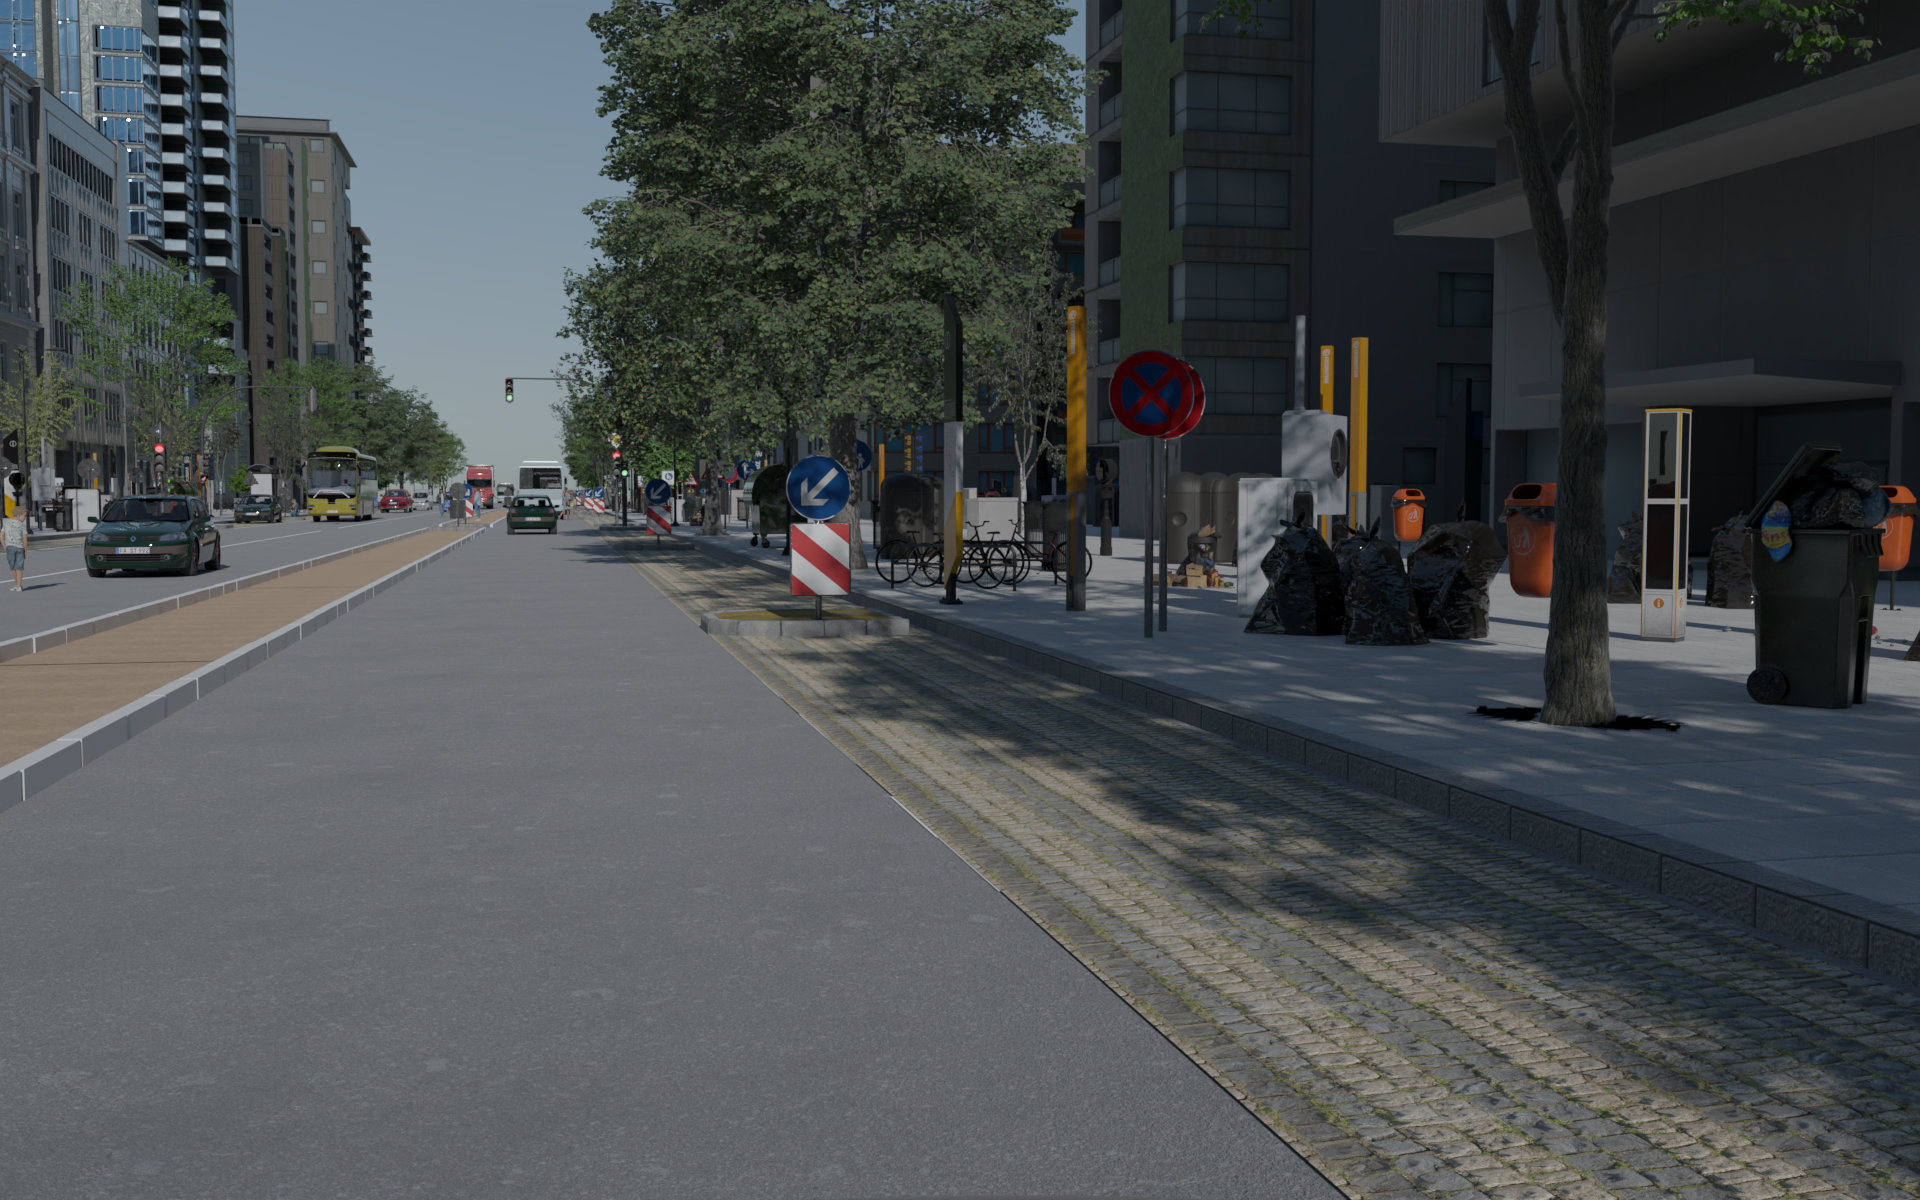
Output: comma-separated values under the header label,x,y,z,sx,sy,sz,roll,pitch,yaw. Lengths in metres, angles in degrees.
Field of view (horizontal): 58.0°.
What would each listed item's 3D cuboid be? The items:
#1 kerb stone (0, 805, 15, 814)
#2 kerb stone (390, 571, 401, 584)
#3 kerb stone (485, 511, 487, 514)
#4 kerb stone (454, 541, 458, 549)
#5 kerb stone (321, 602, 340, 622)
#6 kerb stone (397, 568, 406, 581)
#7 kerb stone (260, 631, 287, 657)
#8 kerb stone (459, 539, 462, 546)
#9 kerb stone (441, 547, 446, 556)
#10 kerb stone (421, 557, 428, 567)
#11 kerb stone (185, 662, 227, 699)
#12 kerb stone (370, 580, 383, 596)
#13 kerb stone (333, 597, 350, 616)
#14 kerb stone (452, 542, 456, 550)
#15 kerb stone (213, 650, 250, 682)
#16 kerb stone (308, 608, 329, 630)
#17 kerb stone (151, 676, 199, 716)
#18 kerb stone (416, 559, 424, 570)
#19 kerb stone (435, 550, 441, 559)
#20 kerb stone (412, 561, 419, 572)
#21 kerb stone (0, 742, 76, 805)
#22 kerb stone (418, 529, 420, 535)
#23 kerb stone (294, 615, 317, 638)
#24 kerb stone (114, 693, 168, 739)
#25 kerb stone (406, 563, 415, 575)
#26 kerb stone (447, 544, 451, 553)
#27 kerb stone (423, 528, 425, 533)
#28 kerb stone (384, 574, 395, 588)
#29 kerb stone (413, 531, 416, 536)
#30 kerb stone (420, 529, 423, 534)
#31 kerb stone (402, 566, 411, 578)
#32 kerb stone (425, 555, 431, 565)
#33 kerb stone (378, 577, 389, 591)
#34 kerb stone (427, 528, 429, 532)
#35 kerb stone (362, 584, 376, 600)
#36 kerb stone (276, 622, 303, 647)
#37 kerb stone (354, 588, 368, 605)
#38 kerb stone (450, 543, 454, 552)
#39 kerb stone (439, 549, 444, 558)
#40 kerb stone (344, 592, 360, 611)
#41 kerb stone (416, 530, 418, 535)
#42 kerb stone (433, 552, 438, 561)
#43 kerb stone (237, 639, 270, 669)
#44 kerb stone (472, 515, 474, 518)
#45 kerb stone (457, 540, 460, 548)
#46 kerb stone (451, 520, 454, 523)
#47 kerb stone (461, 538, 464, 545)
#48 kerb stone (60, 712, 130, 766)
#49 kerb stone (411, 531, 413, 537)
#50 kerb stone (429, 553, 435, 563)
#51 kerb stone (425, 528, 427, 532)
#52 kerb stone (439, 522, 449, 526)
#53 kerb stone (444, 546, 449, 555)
label,x,y,z,sx,sy,sz,roll,pitch,yaw
kerb stone,-4.316,0.895,7.566,0.120,0.150,1.000,-1,4,-13
kerb stone,-9.025,-0.324,27.497,0.120,0.150,1.000,-1,4,-13
kerb stone,-33.381,-6.061,121.306,0.120,0.150,1.000,-1,4,-13
kerb stone,-13.047,-1.362,44.459,0.120,0.150,1.000,-1,4,-13
kerb stone,-7.148,0.163,19.531,0.120,0.150,1.000,-1,4,-13
kerb stone,-9.262,-0.386,28.501,0.120,0.150,1.000,-1,4,-13
kerb stone,-6.199,0.412,15.546,0.120,0.150,1.000,-1,4,-13
kerb stone,-13.513,-1.484,46.454,0.120,0.150,1.000,-1,4,-13
kerb stone,-11.858,-1.053,39.481,0.120,0.150,1.000,-1,4,-13
kerb stone,-10.444,-0.691,33.493,0.120,0.150,1.000,-1,4,-13
kerb stone,-5.487,0.590,12.551,0.120,0.150,1.000,-1,4,-13
kerb stone,-8.315,-0.142,24.512,0.120,0.150,1.000,-1,4,-13
kerb stone,-7.382,0.102,20.527,0.120,0.150,1.000,-1,4,-13
kerb stone,-12.803,-1.301,43.467,0.120,0.150,1.000,-1,4,-13
kerb stone,-5.724,0.529,13.545,0.120,0.150,1.000,-1,4,-13
kerb stone,-6.908,0.224,18.537,0.120,0.150,1.000,-1,4,-13
kerb stone,-5.257,0.653,11.555,0.120,0.150,1.000,-1,4,-13
kerb stone,-10.211,-0.630,32.496,0.120,0.150,1.000,-1,4,-13
kerb stone,-11.387,-0.935,37.483,0.120,0.150,1.000,-1,4,-13
kerb stone,-9.981,-0.567,31.488,0.120,0.150,1.000,-1,4,-13
kerb stone,-4.547,0.838,8.569,0.120,0.150,1.000,-1,4,-13
kerb stone,-18.854,-2.306,59.911,0.120,0.150,1.000,-1,4,-13
kerb stone,-6.666,0.287,17.537,0.120,0.150,1.000,-1,4,-13
kerb stone,-5.019,0.716,10.558,0.120,0.150,1.000,-1,4,-13
kerb stone,-9.739,-0.508,30.493,0.120,0.150,1.000,-1,4,-13
kerb stone,-12.334,-1.179,41.476,0.120,0.150,1.000,-1,4,-13
kerb stone,-19.325,-2.426,61.901,0.120,0.150,1.000,-1,4,-13
kerb stone,-8.791,-0.263,26.502,0.120,0.150,1.000,-1,4,-13
kerb stone,-18.382,-2.184,57.901,0.120,0.150,1.000,-1,4,-13
kerb stone,-19.089,-2.368,60.906,0.120,0.150,1.000,-1,4,-13
kerb stone,-9.499,-0.443,29.496,0.120,0.150,1.000,-1,4,-13
kerb stone,-10.679,-0.746,34.489,0.120,0.150,1.000,-1,4,-13
kerb stone,-8.555,-0.200,25.507,0.120,0.150,1.000,-1,4,-13
kerb stone,-19.800,-2.546,63.900,0.120,0.150,1.000,-1,4,-13
kerb stone,-8.082,-0.081,23.514,0.120,0.150,1.000,-1,4,-13
kerb stone,-6.437,0.351,16.540,0.120,0.150,1.000,-1,4,-13
kerb stone,-7.847,-0.020,22.517,0.120,0.150,1.000,-1,4,-13
kerb stone,-12.573,-1.240,42.470,0.120,0.150,1.000,-1,4,-13
kerb stone,-11.623,-0.996,38.477,0.120,0.150,1.000,-1,4,-13
kerb stone,-7.611,0.041,21.523,0.120,0.150,1.000,-1,4,-13
kerb stone,-18.618,-2.245,58.904,0.120,0.150,1.000,-1,4,-13
kerb stone,-11.151,-0.874,36.487,0.120,0.150,1.000,-1,4,-13
kerb stone,-5.962,0.468,14.539,0.120,0.150,1.000,-1,4,-13
kerb stone,-28.652,-4.835,101.335,0.120,0.150,1.000,-1,4,-13
kerb stone,-13.279,-1.423,45.456,0.120,0.150,1.000,-1,4,-13
kerb stone,-23.696,-3.556,80.388,0.120,0.150,1.000,-1,4,-13
kerb stone,-13.753,-1.543,47.448,0.120,0.150,1.000,-1,4,-13
kerb stone,-4.781,0.773,9.564,0.120,0.150,1.000,-1,4,-13
kerb stone,-18.144,-2.118,56.907,0.120,0.150,1.000,-1,4,-13
kerb stone,-10.914,-0.809,35.493,0.120,0.150,1.000,-1,4,-13
kerb stone,-19.556,-2.490,62.907,0.120,0.150,1.000,-1,4,-13
kerb stone,-22.759,-3.315,76.402,0.120,0.150,1.000,-1,4,-13
kerb stone,-12.095,-1.112,40.481,0.120,0.150,1.000,-1,4,-13
